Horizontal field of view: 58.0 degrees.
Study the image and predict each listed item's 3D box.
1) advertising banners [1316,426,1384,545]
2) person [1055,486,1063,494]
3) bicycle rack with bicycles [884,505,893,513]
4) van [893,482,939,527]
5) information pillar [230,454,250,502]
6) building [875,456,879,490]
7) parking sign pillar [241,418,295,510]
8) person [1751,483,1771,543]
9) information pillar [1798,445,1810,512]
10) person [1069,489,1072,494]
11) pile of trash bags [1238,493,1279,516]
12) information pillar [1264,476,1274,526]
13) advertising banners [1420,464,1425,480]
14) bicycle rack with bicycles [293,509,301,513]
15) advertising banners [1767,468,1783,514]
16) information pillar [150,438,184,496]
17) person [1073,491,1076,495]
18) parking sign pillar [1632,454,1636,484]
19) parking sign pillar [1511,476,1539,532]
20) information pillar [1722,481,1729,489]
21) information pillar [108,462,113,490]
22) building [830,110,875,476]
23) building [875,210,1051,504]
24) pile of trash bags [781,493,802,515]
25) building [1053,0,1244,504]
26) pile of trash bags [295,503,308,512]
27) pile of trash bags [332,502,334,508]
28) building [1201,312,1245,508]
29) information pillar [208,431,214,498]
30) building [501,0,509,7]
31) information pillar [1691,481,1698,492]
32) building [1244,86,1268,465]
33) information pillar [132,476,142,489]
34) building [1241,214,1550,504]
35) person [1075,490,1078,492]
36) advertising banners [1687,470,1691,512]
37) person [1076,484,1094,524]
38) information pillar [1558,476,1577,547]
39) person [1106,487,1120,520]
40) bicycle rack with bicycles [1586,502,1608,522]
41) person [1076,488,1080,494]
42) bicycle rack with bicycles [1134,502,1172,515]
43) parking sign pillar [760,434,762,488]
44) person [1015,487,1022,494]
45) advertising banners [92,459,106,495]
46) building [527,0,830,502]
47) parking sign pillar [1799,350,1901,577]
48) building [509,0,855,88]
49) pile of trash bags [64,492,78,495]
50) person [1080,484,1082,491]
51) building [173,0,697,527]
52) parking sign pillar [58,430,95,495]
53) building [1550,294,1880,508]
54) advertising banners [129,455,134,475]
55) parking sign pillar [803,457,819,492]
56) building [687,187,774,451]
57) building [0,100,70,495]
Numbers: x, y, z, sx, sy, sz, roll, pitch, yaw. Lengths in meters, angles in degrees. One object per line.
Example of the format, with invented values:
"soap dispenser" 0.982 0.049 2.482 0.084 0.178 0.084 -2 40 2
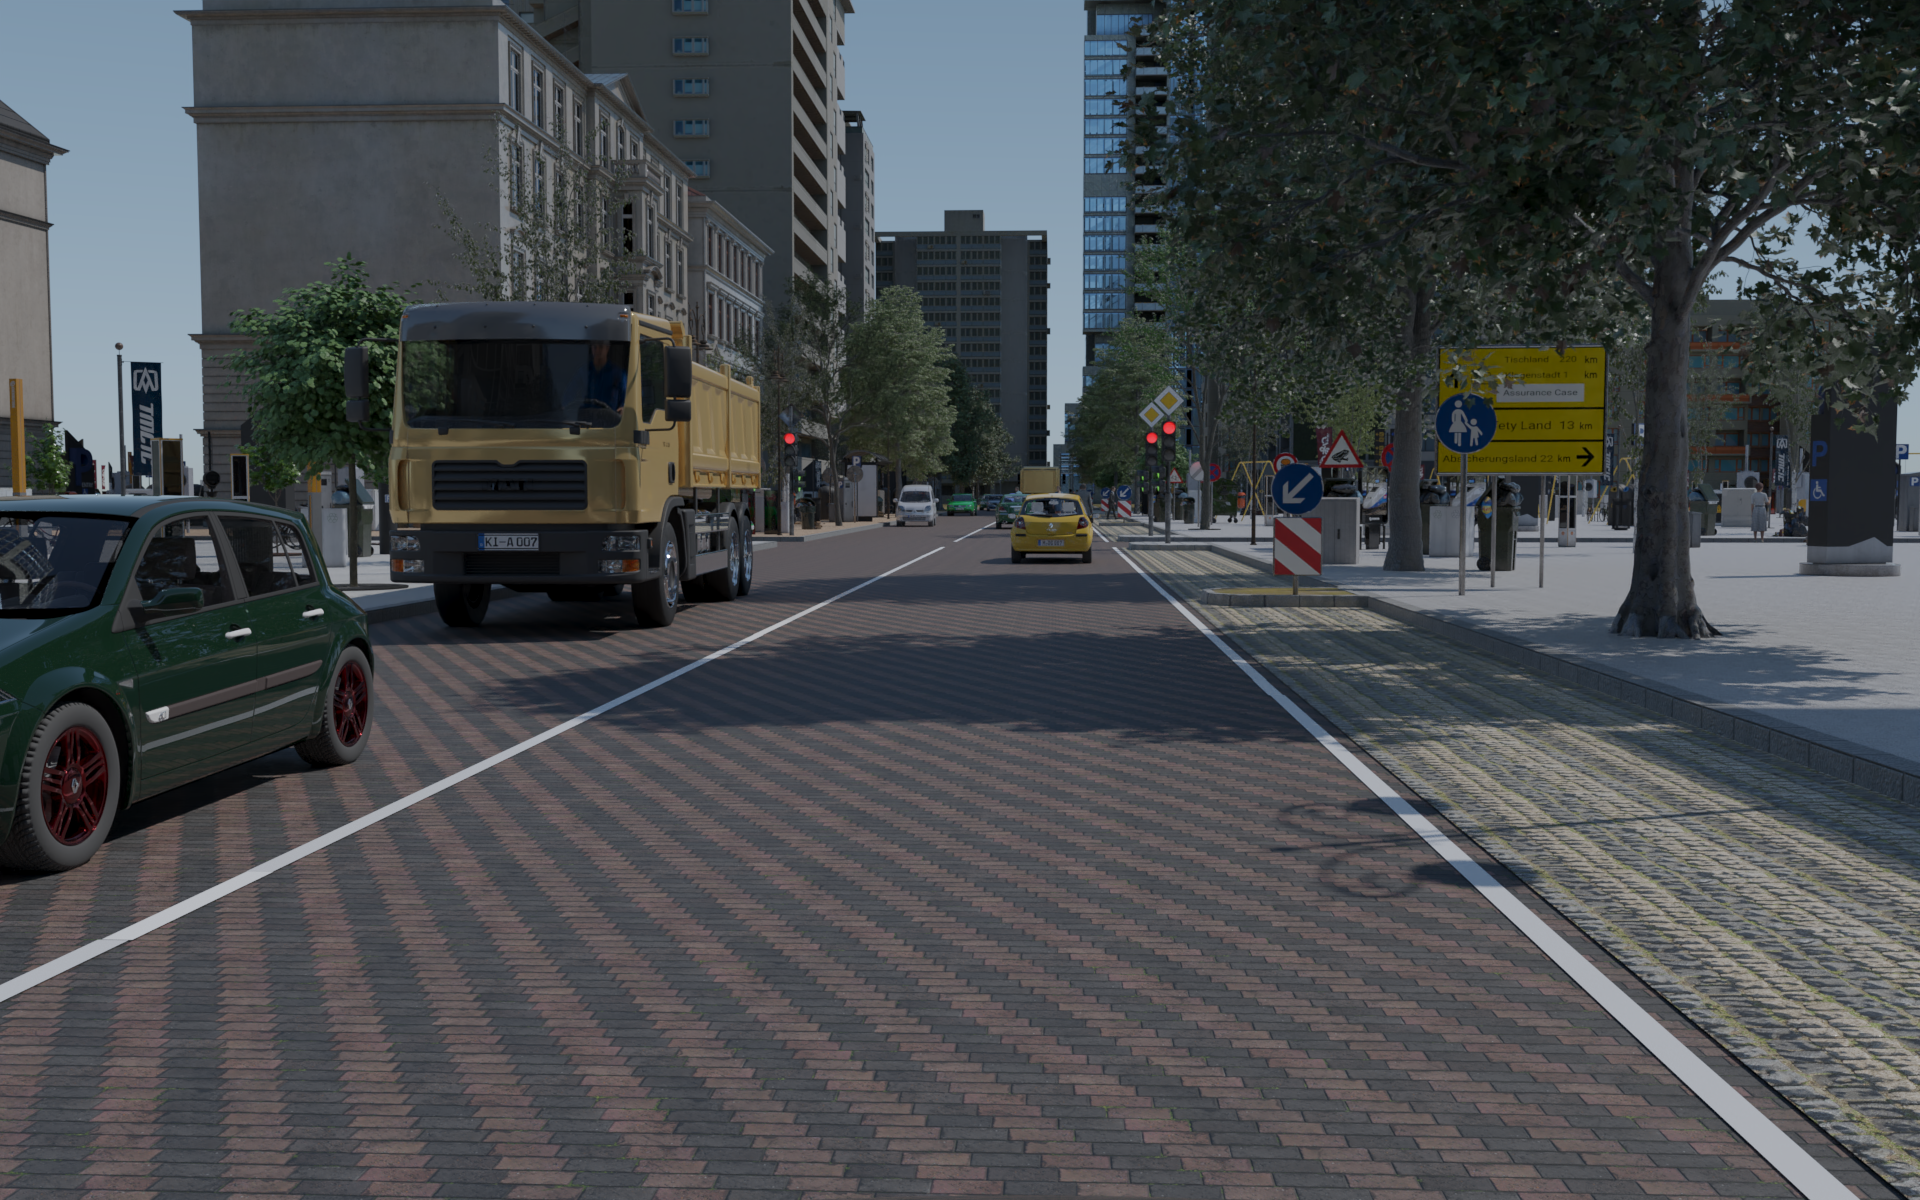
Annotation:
"advertising banners" 9.995 -2.956 44.521 0.090 3.025 2.074 -3 5 -44
"person" 4.794 -4.626 84.164 0.581 1.822 0.654 0 4 6
"bicycle rack with bicycles" -5.411 -5.773 107.777 2.852 0.926 2.925 -3 5 -40
"van" -1.943 -4.302 77.351 2.013 2.044 4.112 0 4 1
"information pillar" -13.237 -1.675 31.878 0.304 2.012 0.304 -1 4 -21
"building" -25.515 -39.678 237.978 27.495 52.752 28.713 0 4 3
"parking sign pillar" -18.319 -3.509 45.843 1.447 3.967 1.447 1 4 13
"person" 22.573 -2.432 48.827 0.480 1.755 0.524 2 4 35
"information pillar" 40.300 -5.591 82.772 0.504 3.616 0.183 0 4 7
"person" 9.287 -8.437 146.076 0.705 1.869 1.348 2 4 32
"pile of trash bags" 17.571 -5.746 103.693 1.912 1.369 3.447 3 5 39
"information pillar" 12.246 -3.922 68.609 0.304 2.012 0.304 0 4 -4
"advertising banners" 27.729 -6.450 101.649 2.074 3.025 0.090 3 5 40
"bicycle rack with bicycles" -15.924 -1.653 40.417 2.925 0.926 2.852 -1 4 -10
"advertising banners" 54.989 -7.473 118.377 2.074 3.025 0.090 0 4 -1
"information pillar" -10.442 -1.123 22.860 0.304 2.012 0.304 3 5 44
"person" 12.324 -10.949 187.971 0.568 1.767 0.683 -1 4 -13
"parking sign pillar" 43.322 -7.494 110.993 1.447 3.967 1.447 2 4 25
"parking sign pillar" 19.177 -4.343 59.484 1.447 3.967 1.447 0 4 -1
"information pillar" 42.234 -5.574 95.620 0.304 2.012 0.304 2 4 27
"information pillar" -61.758 -8.233 125.957 0.183 3.616 0.504 0 4 -1
"building" -16.472 -30.803 187.222 14.086 41.232 14.154 0 4 3
"building" 0.492 -33.501 239.627 23.993 40.220 32.217 0 4 3
"pile of trash bags" -9.346 -5.248 95.557 1.912 1.369 3.447 0 4 -3
"building" 28.048 -56.141 230.574 31.000 86.520 22.319 0 4 3
"pile of trash bags" -43.406 -6.304 112.815 1.912 1.369 3.447 1 4 16
"pile of trash bags" -41.792 -6.604 117.731 3.447 1.369 1.912 1 4 9
"building" 39.694 -20.268 176.423 27.650 21.520 28.899 0 4 3
"information pillar" -27.971 -4.486 64.696 0.183 3.616 0.504 -1 4 -15
"building" -37.788 -39.280 184.225 28.212 58.520 21.231 0 4 3
"information pillar" 41.222 -5.672 97.237 0.304 2.012 0.304 1 4 21
"building" 32.423 -28.816 154.735 14.154 41.232 14.086 0 4 3
"information pillar" -31.116 -3.733 65.520 0.304 2.012 0.304 -1 4 -15
"building" 33.820 -42.695 136.307 20.563 71.187 20.611 0 4 3
"person" 10.093 -8.655 150.014 0.705 1.822 1.348 1 4 14
"advertising banners" 51.741 -7.735 122.647 0.090 3.025 2.074 1 4 8
"person" 4.536 -3.328 63.011 0.694 1.812 0.767 1 4 11
"information pillar" 14.652 -2.279 41.752 0.304 2.012 0.304 -2 4 -30
"person" 8.523 -5.395 96.492 0.755 1.850 0.659 1 4 14
"bicycle rack with bicycles" 30.322 -4.095 80.337 2.852 0.926 2.925 1 4 17
"person" 7.751 -6.348 111.659 0.648 1.900 0.474 -3 5 -40
"bicycle rack with bicycles" 12.284 -5.799 108.195 2.925 0.926 2.852 -1 4 -12
"parking sign pillar" -9.320 -5.457 77.694 1.447 3.967 1.447 1 4 16
"person" 3.340 -5.559 99.259 0.638 1.841 0.748 -2 4 -23
"advertising banners" -43.415 -5.626 88.178 0.090 3.025 2.074 3 4 37
"building" -22.572 -31.581 140.045 21.300 48.544 21.600 0 4 3
"parking sign pillar" 14.130 -2.381 27.401 1.447 3.967 1.447 -1 4 -16
"building" -25.539 -35.233 165.296 28.713 52.752 27.495 0 4 3
"pile of trash bags" -35.444 -3.539 67.609 3.447 1.369 1.912 2 4 33
"person" 4.806 -3.751 69.682 0.795 1.843 0.661 1 4 16
"building" -21.596 -16.131 82.831 14.460 24.649 34.723 0 4 3
"parking sign pillar" -37.266 -5.193 73.373 1.447 3.967 1.447 1 4 10
"building" 73.373 -20.261 176.305 28.899 21.520 27.650 0 4 3
"advertising banners" -36.763 -5.045 78.674 0.090 3.025 2.074 2 4 29
"parking sign pillar" -10.908 -8.491 127.303 1.447 3.967 1.447 2 4 31
"building" -19.272 -16.791 110.695 11.583 22.565 21.152 0 4 3
"building" -48.794 -12.643 71.342 19.286 19.102 10.561 0 4 3
